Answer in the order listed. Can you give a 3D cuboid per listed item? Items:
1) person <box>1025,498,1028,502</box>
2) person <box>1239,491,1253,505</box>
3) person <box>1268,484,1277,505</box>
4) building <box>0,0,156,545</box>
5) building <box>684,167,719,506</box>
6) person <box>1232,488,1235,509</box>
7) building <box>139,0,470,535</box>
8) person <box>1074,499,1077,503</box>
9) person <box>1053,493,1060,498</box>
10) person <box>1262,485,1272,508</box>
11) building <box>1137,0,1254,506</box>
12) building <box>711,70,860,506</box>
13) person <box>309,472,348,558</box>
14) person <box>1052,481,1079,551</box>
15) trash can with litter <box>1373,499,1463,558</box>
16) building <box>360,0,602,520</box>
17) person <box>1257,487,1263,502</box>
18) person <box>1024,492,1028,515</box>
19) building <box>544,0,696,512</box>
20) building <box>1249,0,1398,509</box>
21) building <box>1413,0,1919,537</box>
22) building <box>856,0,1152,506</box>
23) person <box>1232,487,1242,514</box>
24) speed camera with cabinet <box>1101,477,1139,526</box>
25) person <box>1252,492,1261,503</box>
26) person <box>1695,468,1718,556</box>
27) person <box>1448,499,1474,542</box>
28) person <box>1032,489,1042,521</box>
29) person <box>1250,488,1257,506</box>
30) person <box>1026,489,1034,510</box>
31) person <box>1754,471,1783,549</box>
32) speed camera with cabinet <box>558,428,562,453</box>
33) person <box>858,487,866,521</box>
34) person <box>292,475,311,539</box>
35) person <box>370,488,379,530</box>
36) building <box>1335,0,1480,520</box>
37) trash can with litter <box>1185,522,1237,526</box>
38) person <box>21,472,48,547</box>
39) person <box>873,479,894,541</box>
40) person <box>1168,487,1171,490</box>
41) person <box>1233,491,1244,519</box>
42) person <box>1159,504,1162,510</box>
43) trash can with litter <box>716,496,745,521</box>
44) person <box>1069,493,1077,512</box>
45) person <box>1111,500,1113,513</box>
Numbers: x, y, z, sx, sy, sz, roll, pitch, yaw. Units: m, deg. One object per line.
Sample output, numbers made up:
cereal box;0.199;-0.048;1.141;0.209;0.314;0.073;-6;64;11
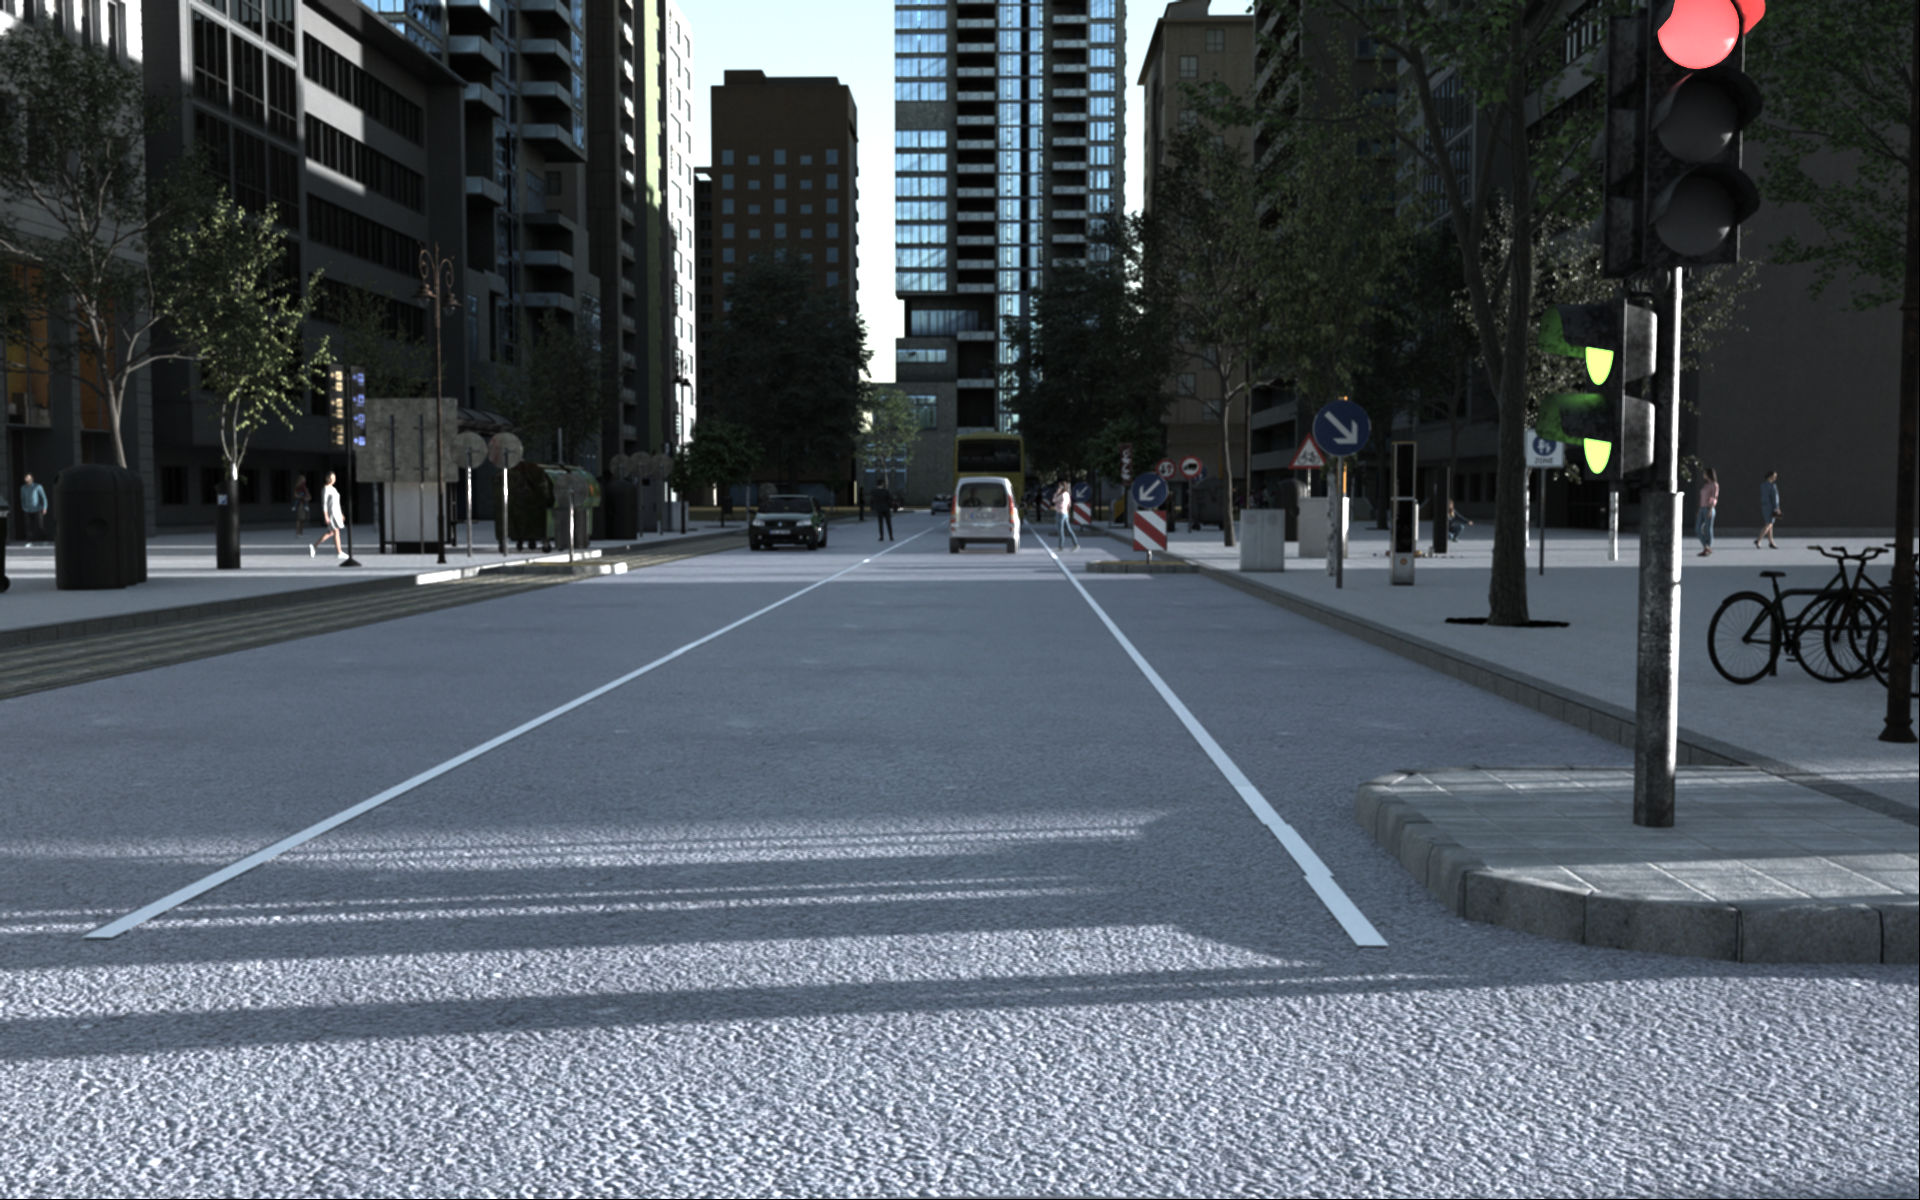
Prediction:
person;3.843;-6.399;113.850;1.217;1.735;0.721;0;4;-4
person;15.843;-5.294;95.792;0.799;1.438;0.628;-1;4;-13
person;16.653;-5.205;91.081;0.705;1.831;1.348;-3;4;-39
building;-29.458;-15.787;35.604;11.434;29.767;29.804;0;4;1
building;-37.306;-30.803;195.502;23.993;40.220;32.217;0;4;1
person;23.341;-8.669;147.750;1.348;1.831;0.705;3;5;40
building;-30.142;-15.118;66.253;14.314;24.678;30.058;0;4;1
person;8.608;-7.454;128.471;0.434;1.755;0.990;2;4;35
person;8.086;-8.122;138.473;1.348;1.869;0.705;1;4;20
person;14.961;-4.745;84.405;0.721;1.735;1.217;0;4;-7
building;34.344;-36.881;192.235;27.495;52.752;28.713;0;4;1
building;-18.425;-32.798;186.363;14.200;45.320;14.600;0;4;1
person;-12.626;-1.703;34.642;0.760;1.731;0.466;-2;4;-27
person;2.650;-2.100;43.427;0.643;1.750;0.593;1;4;22
trash can with litter;9.379;-1.516;35.852;1.678;1.210;2.233;0;4;3
building;-33.354;-48.006;97.576;22.319;86.520;31.000;0;4;1
person;19.882;-6.566;114.080;1.217;1.739;0.721;0;4;-5
person;4.399;-6.780;119.214;0.709;1.838;0.599;1;4;15
building;-28.719;-27.773;137.679;14.086;41.232;14.154;0;4;1
building;31.886;-30.154;116.724;21.300;48.544;21.600;0;4;1
building;27.754;-15.080;65.631;14.314;24.678;30.058;0;4;1
building;4.868;-53.621;189.374;31.000;86.520;22.319;0;4;1
person;17.648;-6.362;110.615;0.990;1.755;0.434;-2;4;-25
speed camera with cabinet;6.724;-4.623;69.920;2.038;3.252;0.660;-1;4;-22
person;17.714;-5.766;103.544;0.697;1.427;0.421;-2;4;-31
person;15.398;-1.817;35.756;0.388;1.821;0.555;-1;4;-14
person;13.300;-2.140;46.530;1.012;1.151;0.738;-1;4;-16
person;4.035;-4.978;90.714;0.721;1.723;1.217;-1;4;-19
person;20.740;-7.073;122.356;0.551;1.740;0.621;3;5;43
person;5.435;-8.066;140.008;1.348;1.869;0.705;0;4;5
person;18.905;-2.110;40.567;0.654;1.822;0.581;0;4;4
speed camera with cabinet;-12.187;-3.557;52.500;0.660;3.252;2.038;0;4;-4
person;-5.231;-5.151;92.727;0.705;1.822;1.348;-1;4;-13
person;-19.032;-2.694;50.072;0.573;1.828;0.580;-2;4;-34
person;-20.668;-3.240;61.610;0.523;1.515;0.503;1;4;12
building;37.283;-24.590;93.923;32.217;40.220;23.993;0;4;1
trash can with litter;10.197;-3.601;69.934;2.233;1.210;1.678;0;4;3
person;-22.711;-2.231;42.537;0.660;1.820;0.620;0;4;-2
person;-2.365;-2.781;53.336;0.648;1.900;0.474;0;4;-2
person;16.119;-7.788;133.465;0.705;1.814;1.350;-1;4;-14
person;14.304;-4.815;87.997;0.991;1.433;0.599;-2;4;-25
person;14.125;-7.125;122.638;0.705;1.812;1.348;-2;4;-27
trash can with litter;-10.647;-4.317;81.636;2.233;1.210;1.678;1;4;10
person;8.086;-7.093;125.228;0.991;1.433;0.599;3;5;44
person;10.379;-6.756;117.178;0.551;1.740;0.621;1;4;14
